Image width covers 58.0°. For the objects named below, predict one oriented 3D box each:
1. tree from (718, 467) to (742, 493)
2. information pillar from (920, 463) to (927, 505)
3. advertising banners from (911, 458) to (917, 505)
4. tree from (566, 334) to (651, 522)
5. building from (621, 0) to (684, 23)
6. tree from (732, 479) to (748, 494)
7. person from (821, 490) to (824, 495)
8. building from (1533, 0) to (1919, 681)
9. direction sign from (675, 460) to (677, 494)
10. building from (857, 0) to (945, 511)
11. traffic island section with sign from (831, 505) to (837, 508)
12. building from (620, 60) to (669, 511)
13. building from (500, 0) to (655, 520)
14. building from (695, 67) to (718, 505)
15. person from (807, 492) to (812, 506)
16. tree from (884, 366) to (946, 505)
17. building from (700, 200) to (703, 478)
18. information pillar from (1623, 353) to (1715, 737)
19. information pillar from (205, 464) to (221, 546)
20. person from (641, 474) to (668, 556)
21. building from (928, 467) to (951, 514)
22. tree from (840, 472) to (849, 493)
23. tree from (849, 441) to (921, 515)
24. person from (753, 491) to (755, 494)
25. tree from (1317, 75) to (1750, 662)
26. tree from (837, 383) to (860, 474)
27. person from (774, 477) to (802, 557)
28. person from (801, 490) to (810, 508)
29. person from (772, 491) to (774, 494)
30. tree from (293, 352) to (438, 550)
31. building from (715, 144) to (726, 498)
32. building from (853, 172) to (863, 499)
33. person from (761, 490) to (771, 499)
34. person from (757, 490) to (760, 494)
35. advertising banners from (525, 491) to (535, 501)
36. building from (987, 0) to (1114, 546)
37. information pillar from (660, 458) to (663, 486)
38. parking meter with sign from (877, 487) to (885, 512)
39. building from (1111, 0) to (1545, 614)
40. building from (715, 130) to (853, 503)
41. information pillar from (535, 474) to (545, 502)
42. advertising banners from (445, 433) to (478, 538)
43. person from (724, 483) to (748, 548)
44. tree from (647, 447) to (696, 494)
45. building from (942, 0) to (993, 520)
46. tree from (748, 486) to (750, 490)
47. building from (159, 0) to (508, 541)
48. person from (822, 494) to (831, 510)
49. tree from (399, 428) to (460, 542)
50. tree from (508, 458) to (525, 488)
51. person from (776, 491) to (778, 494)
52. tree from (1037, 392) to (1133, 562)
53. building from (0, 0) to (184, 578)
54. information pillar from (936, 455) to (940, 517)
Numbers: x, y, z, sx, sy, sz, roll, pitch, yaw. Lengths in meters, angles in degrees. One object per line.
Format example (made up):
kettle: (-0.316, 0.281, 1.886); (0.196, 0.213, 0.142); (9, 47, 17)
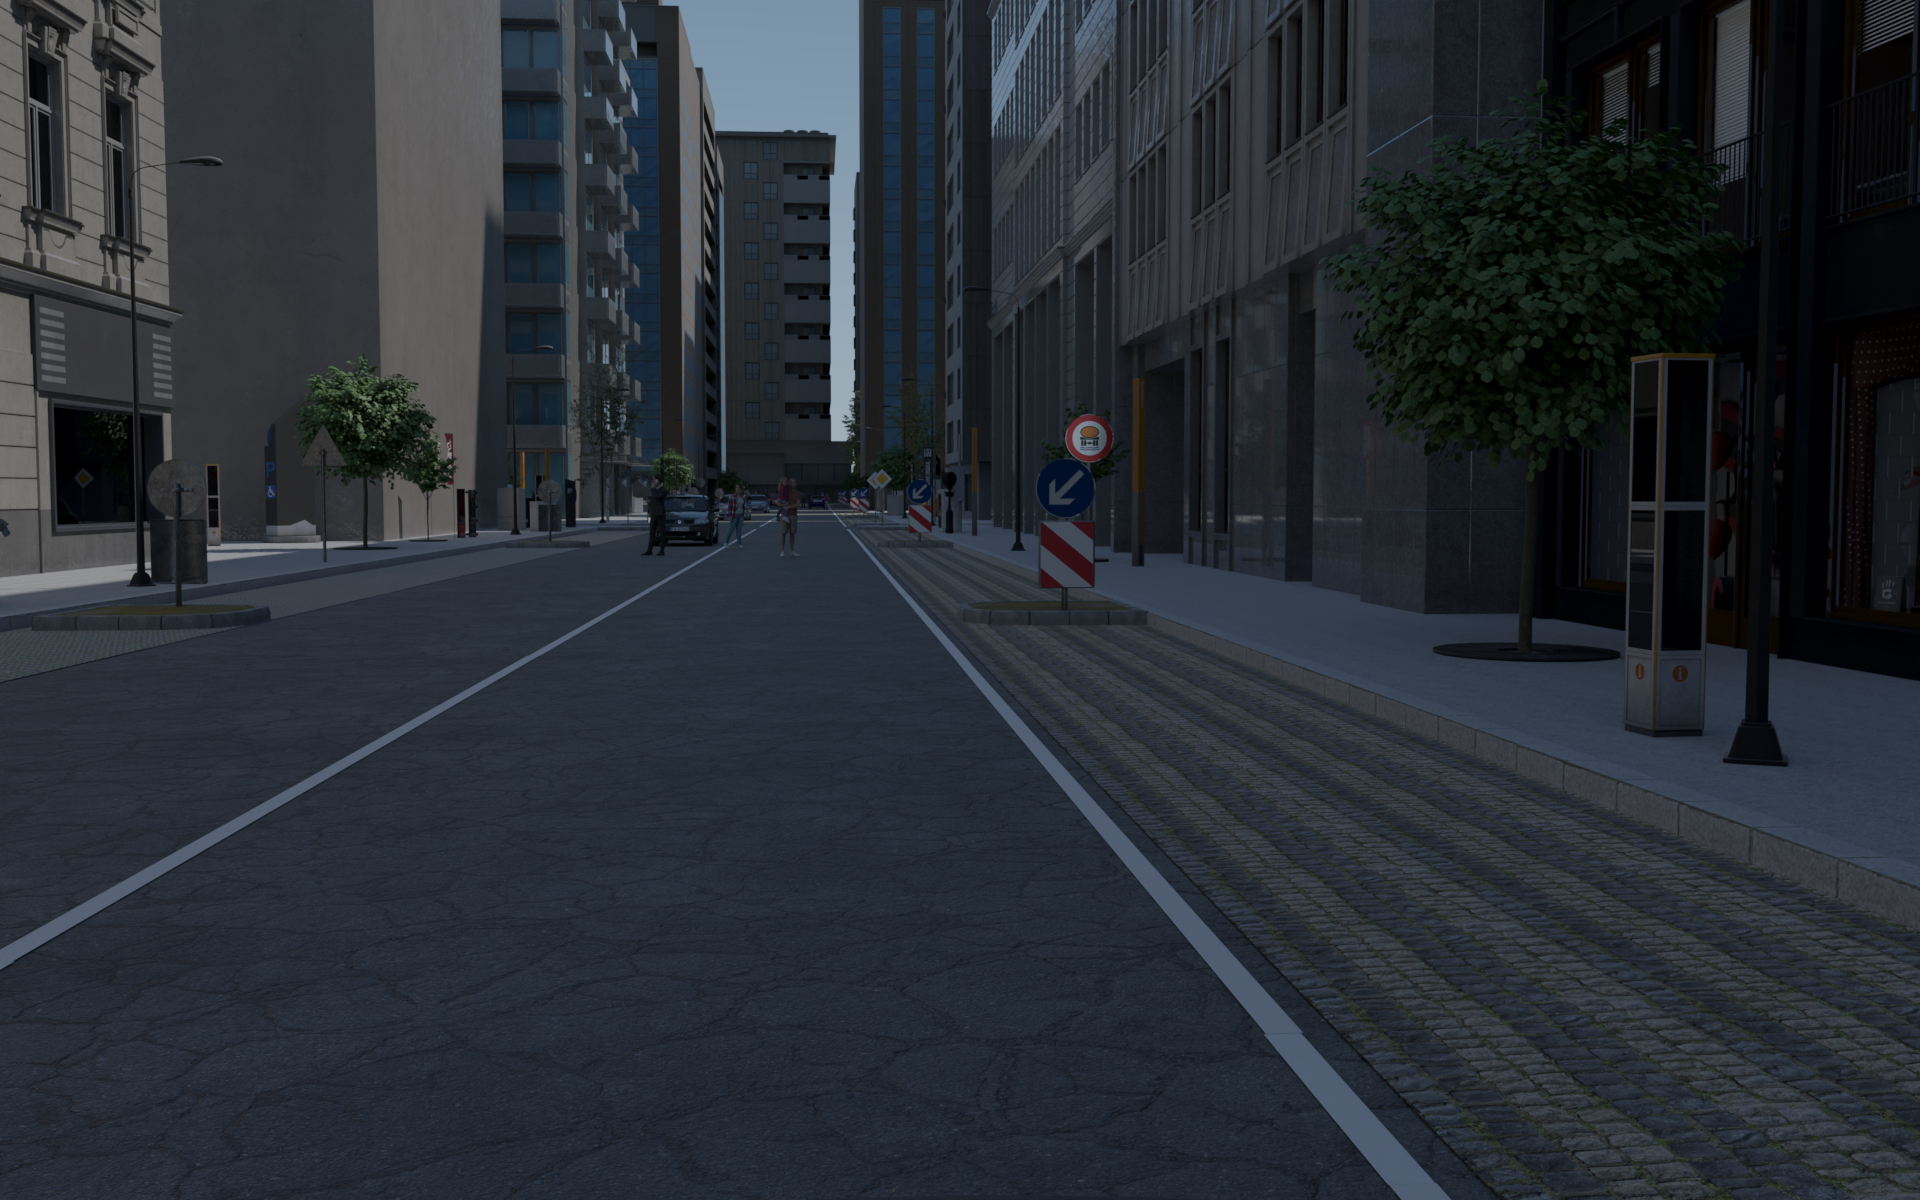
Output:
tree: (-27.811, -13.688, 207.511); (4.285, 4.588, 4.351); (0, 3, 0)
information pillar: (-2.790, -8.615, 132.204); (0.504, 3.616, 0.183); (-1, 4, -16)
advertising banners: (-2.245, -5.390, 84.309); (0.090, 3.025, 2.074); (-1, 4, -8)
tree: (-16.330, -7.934, 80.076); (4.360, 8.622, 3.978); (0, 3, 0)
building: (-31.697, -31.004, 157.032); (14.600, 45.320, 14.200); (0, 4, -5)
tree: (-28.186, -13.753, 219.462); (1.663, 3.219, 1.824); (0, 3, 0)
person: (-15.005, -10.917, 186.869); (0.599, 1.838, 0.709); (0, 4, -2)
building: (12.708, -11.022, 9.885); (12.332, 23.373, 15.834); (0, 4, -5)
direction sign: (-18.807, -7.511, 114.794); (0.379, 3.537, 0.876); (0, 4, 0)
building: (-1.075, -30.014, 140.836); (14.600, 45.320, 14.200); (0, 4, -5)
traffic island section with sign: (-12.110, -10.421, 179.017); (1.989, 1.847, 2.006); (0, 4, -5)
building: (-38.804, -26.950, 132.506); (32.217, 40.220, 23.993); (0, 4, -5)
building: (-30.255, -29.239, 97.660); (23.786, 49.044, 30.456); (0, 4, -5)
building: (-37.882, -34.549, 188.575); (21.300, 48.544, 21.600); (0, 4, -5)
person: (-18.109, -12.217, 209.043); (0.742, 1.727, 0.445); (2, 4, 24)
tree: (-2.169, -9.169, 100.273); (4.737, 8.622, 4.395); (0, 3, 0)
building: (-33.002, -31.868, 171.146); (14.600, 45.320, 14.200); (0, 4, -5)
information pillar: (3.771, -0.290, 9.227); (0.304, 2.012, 0.304); (-1, 4, -10)
information pillar: (-18.404, -2.334, 42.656); (0.304, 2.012, 0.304); (-2, 4, -27)
person: (-7.105, -1.991, 40.423); (0.648, 1.900, 0.474); (3, 5, 44)
building: (14.329, -25.886, 115.116); (32.217, 40.220, 23.993); (0, 4, -5)
tree: (-9.608, -11.629, 173.848); (4.285, 4.588, 4.351); (0, 3, 0)
tree: (-4.281, -7.945, 113.613); (4.285, 4.588, 4.351); (0, 3, 0)
person: (-19.082, -9.309, 161.410); (0.721, 1.735, 1.217); (2, 4, 27)
tree: (4.464, -1.836, 13.735); (4.285, 4.588, 4.351); (0, 3, 0)
tree: (-7.660, -14.715, 158.720); (7.486, 12.596, 7.792); (0, 3, 0)
person: (-3.958, -1.909, 39.685); (0.573, 1.828, 0.580); (2, 4, 31)
person: (-16.255, -10.466, 179.704); (1.350, 1.814, 0.705); (0, 4, -4)
person: (-24.632, -13.399, 227.563); (0.705, 1.826, 1.348); (0, 4, -4)
tree: (-13.828, -3.452, 40.162); (4.285, 4.588, 4.351); (0, 3, 0)
building: (-36.928, -34.636, 216.405); (14.200, 45.320, 14.600); (0, 4, -5)
building: (-4.487, -38.190, 248.106); (21.600, 48.544, 21.300); (0, 4, -5)
person: (-18.828, -9.672, 166.768); (1.348, 1.807, 0.705); (-2, 4, -30)
person: (-20.358, -10.144, 174.294); (0.705, 1.831, 1.348); (2, 4, 24)
advertising banners: (-17.302, -4.389, 67.954); (2.074, 3.025, 0.090); (-1, 4, -13)
building: (7.799, -16.830, 52.670); (11.434, 29.767, 29.804); (0, 4, -5)
information pillar: (-19.112, -7.328, 111.171); (0.183, 3.616, 0.504); (1, 4, 9)
parking meter with sign: (-5.711, -7.784, 123.529); (0.543, 3.016, 1.738); (-1, 4, -15)
building: (10.128, -12.849, 28.100); (12.078, 24.808, 19.932); (0, 4, -5)
building: (-29.472, -40.378, 249.419); (27.495, 52.752, 28.713); (0, 4, -5)
information pillar: (-15.580, -3.659, 64.313); (0.304, 2.012, 0.304); (0, 4, 2)
advertising banners: (-14.581, -3.329, 50.622); (0.090, 3.025, 2.074); (1, 4, 9)
person: (-5.926, -2.234, 45.872); (0.563, 1.720, 0.643); (-3, 5, -44)
tree: (-20.056, -8.344, 120.142); (4.285, 4.588, 4.351); (0, 3, 0)
building: (6.611, -19.313, 87.463); (14.107, 30.474, 14.160); (0, 4, -5)
tree: (-28.213, -14.166, 226.215); (1.663, 3.219, 1.824); (0, 3, 0)
building: (-33.492, -15.306, 54.762); (34.151, 26.468, 19.350); (0, 4, -5)
person: (-11.924, -8.705, 154.050); (0.991, 1.433, 0.599); (-3, 4, -36)
tree: (-14.305, -3.199, 46.898); (1.663, 3.219, 1.824); (0, 3, 0)
tree: (-20.717, -5.112, 78.185); (1.663, 3.219, 1.824); (0, 3, 0)
person: (-21.422, -11.858, 202.388); (0.705, 1.822, 1.348); (1, 4, 15)
tree: (2.213, -2.347, 32.980); (1.663, 3.219, 1.824); (0, 3, 0)
building: (-21.605, -14.482, 13.197); (17.030, 29.872, 44.131); (0, 4, -5)
information pillar: (-1.306, -6.505, 97.710); (0.183, 3.616, 0.504); (3, 5, 43)
